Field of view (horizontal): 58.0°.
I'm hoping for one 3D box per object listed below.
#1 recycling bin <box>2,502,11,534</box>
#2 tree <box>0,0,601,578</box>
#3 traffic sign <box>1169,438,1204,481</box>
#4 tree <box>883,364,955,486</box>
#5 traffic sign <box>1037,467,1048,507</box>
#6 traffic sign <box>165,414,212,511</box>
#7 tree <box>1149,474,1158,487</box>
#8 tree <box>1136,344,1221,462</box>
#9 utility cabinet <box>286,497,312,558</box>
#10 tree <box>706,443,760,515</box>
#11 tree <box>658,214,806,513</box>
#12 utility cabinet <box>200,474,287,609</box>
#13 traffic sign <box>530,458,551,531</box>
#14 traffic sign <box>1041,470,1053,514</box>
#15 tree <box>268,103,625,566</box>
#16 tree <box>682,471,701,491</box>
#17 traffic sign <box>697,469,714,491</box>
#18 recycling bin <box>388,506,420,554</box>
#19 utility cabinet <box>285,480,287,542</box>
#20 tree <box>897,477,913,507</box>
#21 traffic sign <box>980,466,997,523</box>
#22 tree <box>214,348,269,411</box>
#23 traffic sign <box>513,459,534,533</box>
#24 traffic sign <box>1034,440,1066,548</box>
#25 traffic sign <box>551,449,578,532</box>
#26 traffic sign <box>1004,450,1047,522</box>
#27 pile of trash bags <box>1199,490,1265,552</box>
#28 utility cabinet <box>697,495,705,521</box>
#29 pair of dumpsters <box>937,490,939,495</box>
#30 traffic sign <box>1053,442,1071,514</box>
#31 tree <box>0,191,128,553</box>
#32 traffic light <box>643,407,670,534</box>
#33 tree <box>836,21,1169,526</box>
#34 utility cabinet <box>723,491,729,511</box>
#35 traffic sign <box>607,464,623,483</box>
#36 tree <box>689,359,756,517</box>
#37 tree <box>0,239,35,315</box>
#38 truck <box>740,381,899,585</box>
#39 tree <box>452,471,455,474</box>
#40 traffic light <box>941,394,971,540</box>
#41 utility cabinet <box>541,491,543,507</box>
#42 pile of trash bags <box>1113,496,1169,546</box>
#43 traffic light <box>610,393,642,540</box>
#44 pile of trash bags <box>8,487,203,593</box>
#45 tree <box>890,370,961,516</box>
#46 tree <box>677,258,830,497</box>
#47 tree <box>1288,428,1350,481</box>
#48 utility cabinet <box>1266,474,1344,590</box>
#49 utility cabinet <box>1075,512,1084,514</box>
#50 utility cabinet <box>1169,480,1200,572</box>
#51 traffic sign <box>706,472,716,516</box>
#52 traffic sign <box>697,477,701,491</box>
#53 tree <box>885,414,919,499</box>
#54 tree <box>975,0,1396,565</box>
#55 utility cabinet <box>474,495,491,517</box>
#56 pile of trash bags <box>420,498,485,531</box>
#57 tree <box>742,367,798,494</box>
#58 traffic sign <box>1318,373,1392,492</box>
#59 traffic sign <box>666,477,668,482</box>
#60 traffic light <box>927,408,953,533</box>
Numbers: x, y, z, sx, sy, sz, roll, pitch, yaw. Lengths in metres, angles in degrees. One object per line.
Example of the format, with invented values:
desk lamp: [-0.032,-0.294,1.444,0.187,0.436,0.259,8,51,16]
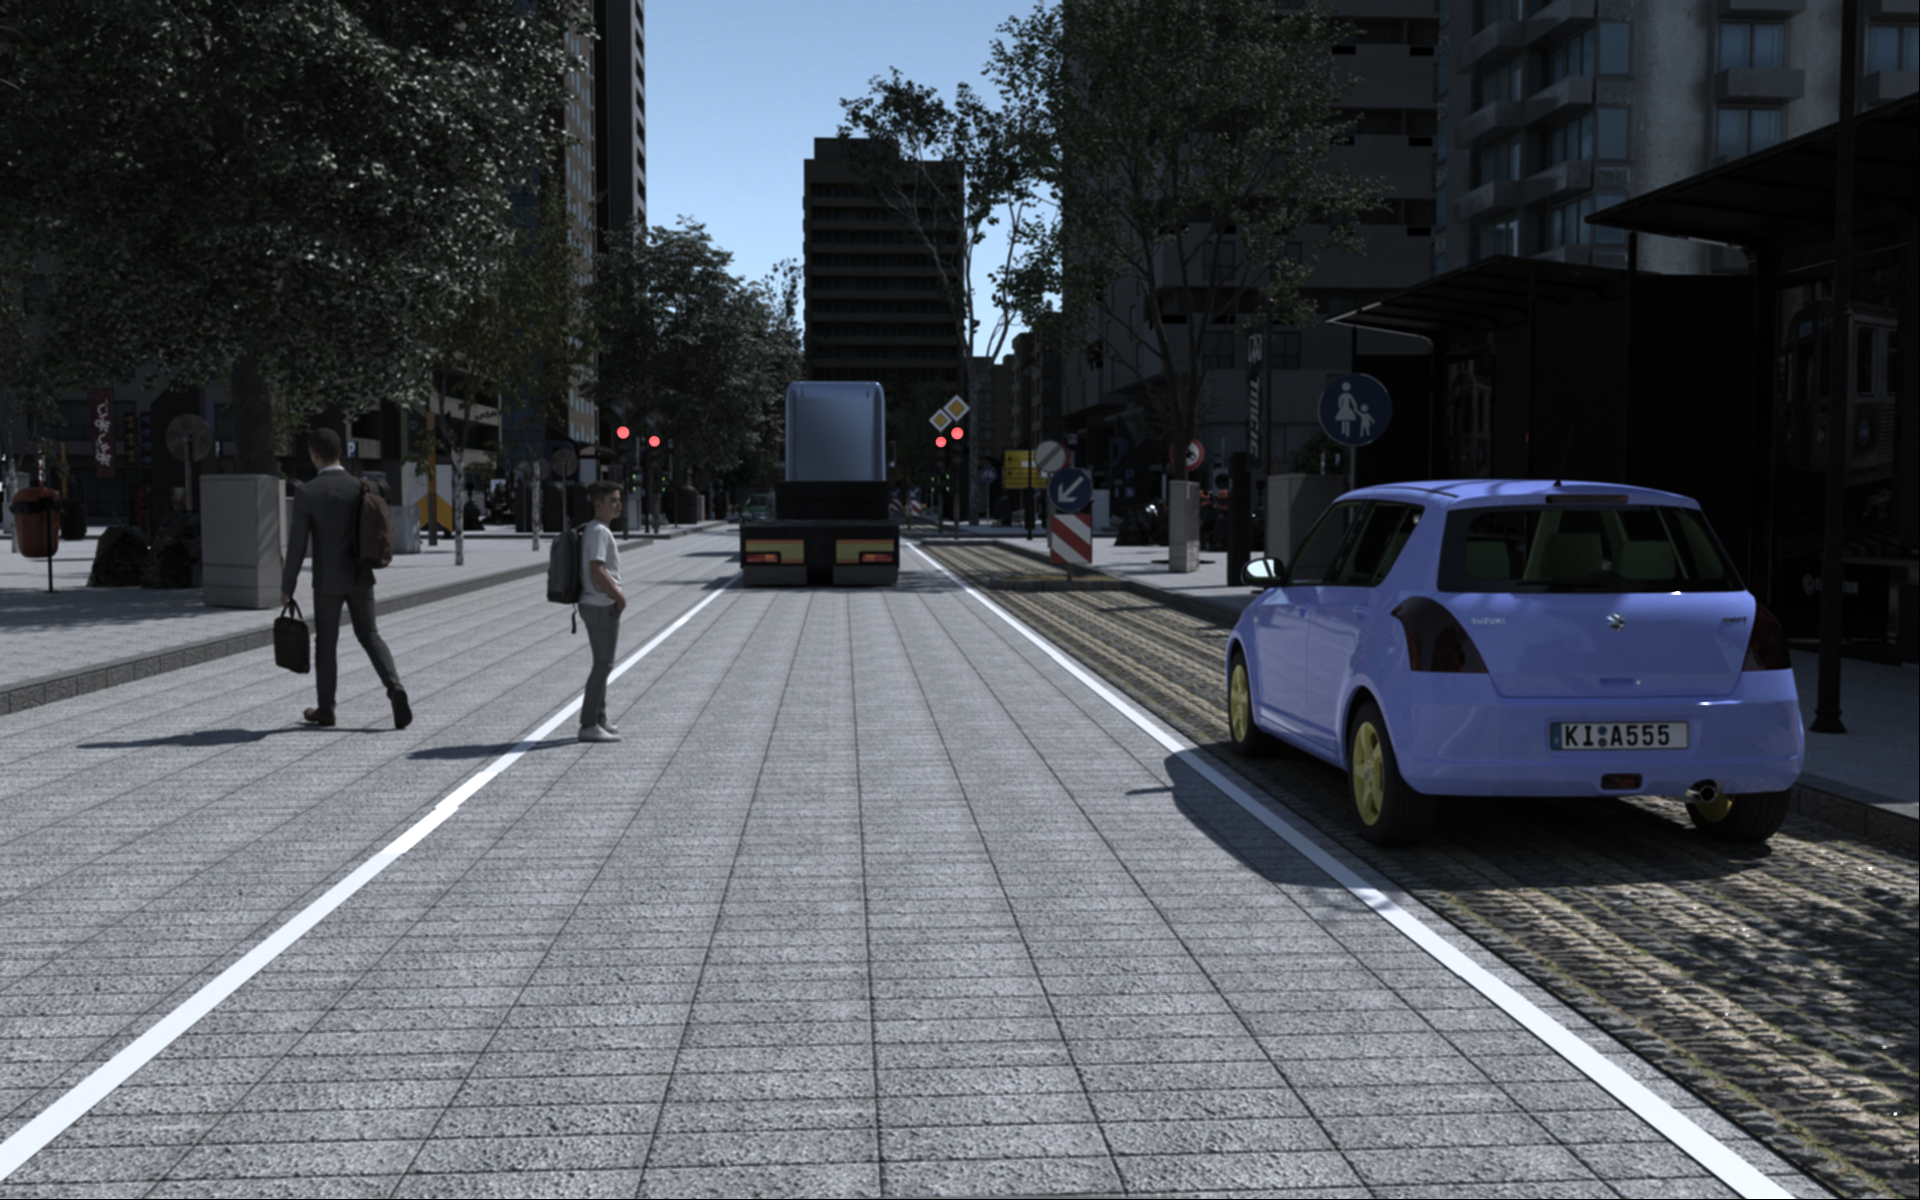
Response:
recycling bin: [-30.364,-2.653,55.930,0.722,1.027,0.722,0,4,7]
tree: [-8.762,-7.010,21.265,9.857,13.997,8.962,0,3,0]
traffic sign: [4.994,-2.333,38.245,0.768,2.556,0.104,0,4,1]
tree: [-3.358,-11.567,123.540,8.767,10.594,7.601,-3,5,-44]
traffic sign: [2.962,-3.566,58.411,0.768,2.556,0.104,0,4,1]
traffic sign: [-12.249,-1.676,27.503,0.768,2.556,0.104,0,4,4]
tree: [9.134,-5.769,88.918,1.663,3.219,1.824,0,3,0]
tree: [10.807,-8.178,84.081,4.360,8.622,3.978,0,3,0]
utility cabinet: [-13.493,-1.437,34.658,1.020,1.237,0.306,-2,4,-24]
tree: [-14.261,-7.603,108.021,4.285,4.588,4.351,0,3,0]
tree: [-12.845,-10.544,79.047,9.857,13.997,8.962,0,3,0]
utility cabinet: [-8.099,-0.663,19.522,1.173,1.500,0.318,3,4,38]
traffic sign: [-14.754,-3.713,60.817,0.768,2.556,0.104,0,4,-3]
traffic sign: [2.390,-2.625,45.051,0.606,2.300,0.079,0,4,5]
tree: [-8.916,-4.938,31.104,4.737,8.622,4.395,0,3,0]
tree: [-19.889,-8.152,127.881,1.663,3.219,1.824,0,3,0]
traffic sign: [-12.911,-5.366,87.738,0.884,2.594,0.081,0,4,-2]
recycling bin: [-12.130,-1.517,37.359,0.722,1.027,0.722,0,4,8]
utility cabinet: [-10.981,-1.097,26.615,1.173,1.500,0.318,0,4,6]
tree: [-5.519,-10.962,173.824,1.663,3.219,1.824,0,3,0]
traffic sign: [1.264,-4.749,77.748,0.768,2.556,0.104,0,4,2]
tree: [-26.305,-7.057,65.739,4.737,8.622,4.395,0,3,0]
traffic sign: [-14.327,-3.413,56.987,0.795,2.450,0.064,0,4,6]
traffic sign: [2.127,-2.511,41.164,0.768,2.556,0.104,0,4,-2]
traffic sign: [-11.074,-2.958,48.473,0.768,2.556,0.104,0,4,5]
traffic sign: [3.151,-5.246,79.648,2.265,3.308,0.079,0,4,-1]
pile of trash bags: [6.322,-1.845,39.925,1.912,1.369,3.447,0,4,-2]
utility cabinet: [-12.617,-4.348,82.250,1.020,1.237,0.306,2,4,28]
pair of dumpsters: [-0.501,-6.455,108.037,1.574,2.255,4.437,0,4,-4]
traffic sign: [2.305,-2.573,42.171,0.768,2.556,0.104,0,4,-3]
tree: [-20.304,-5.326,37.443,4.360,8.622,3.978,0,3,0]
traffic light: [-9.847,-4.112,56.145,0.839,4.253,0.868,0,4,-4]
tree: [1.830,-13.039,69.078,12.611,20.169,13.585,0,3,0]
utility cabinet: [-17.336,-7.322,128.391,0.318,1.500,1.173,0,4,-2]
traffic sign: [-11.789,-3.505,59.428,0.606,2.300,0.079,0,4,2]
tree: [-12.955,-8.641,91.649,4.360,8.622,3.978,0,3,0]
tree: [-17.808,-4.775,28.433,4.737,8.622,4.395,0,3,0]
truck: [-2.658,-2.806,35.632,2.967,4.110,18.799,0,4,-3]
tree: [-24.038,-5.213,79.837,1.663,3.219,1.824,0,3,0]
traffic light: [-0.116,-3.663,48.818,0.839,4.253,0.868,0,4,-4]
utility cabinet: [-27.525,-6.385,113.079,1.173,1.500,0.318,1,4,13]
pile of trash bags: [5.410,-2.083,43.806,1.912,1.369,3.447,2,4,34]
traffic light: [-9.304,-3.624,48.178,0.839,4.253,0.868,0,4,-4]
pile of trash bags: [-11.281,-0.861,23.823,1.912,1.369,3.447,2,4,32]
tree: [-1.897,-9.290,102.254,4.737,8.622,4.395,0,3,0]
tree: [-15.372,-17.240,137.761,12.611,20.169,13.585,0,3,0]
tree: [17.215,-5.972,81.348,4.285,4.588,4.351,0,3,0]
utility cabinet: [3.841,-0.650,19.302,0.318,1.500,1.173,3,5,41]
utility cabinet: [4.806,-3.703,71.702,0.306,1.237,1.020,2,4,33]
utility cabinet: [3.719,-1.217,28.584,0.318,1.500,1.173,1,4,18]
traffic sign: [-14.595,-6.159,100.812,0.768,2.556,0.104,0,3,0]
traffic sign: [-19.367,-7.913,129.480,0.768,2.556,0.104,0,4,5]
tree: [-7.691,-17.792,209.021,7.486,12.596,7.792,0,3,0]
tree: [4.138,-6.493,31.910,9.928,11.665,9.643,0,3,0]
utility cabinet: [-27.244,-5.370,98.960,1.020,1.237,0.306,1,4,13]
pile of trash bags: [-18.275,-3.131,60.939,3.447,1.369,1.912,3,5,42]
tree: [-17.264,-14.776,151.965,12.009,13.543,11.850,0,3,0]
traffic sign: [4.157,-1.114,18.320,0.768,2.556,0.104,0,4,4]
traffic sign: [-17.376,-6.384,104.480,0.768,2.556,0.104,0,4,1]
traffic light: [-0.658,-4.151,56.784,0.839,4.253,0.868,0,4,-4]
